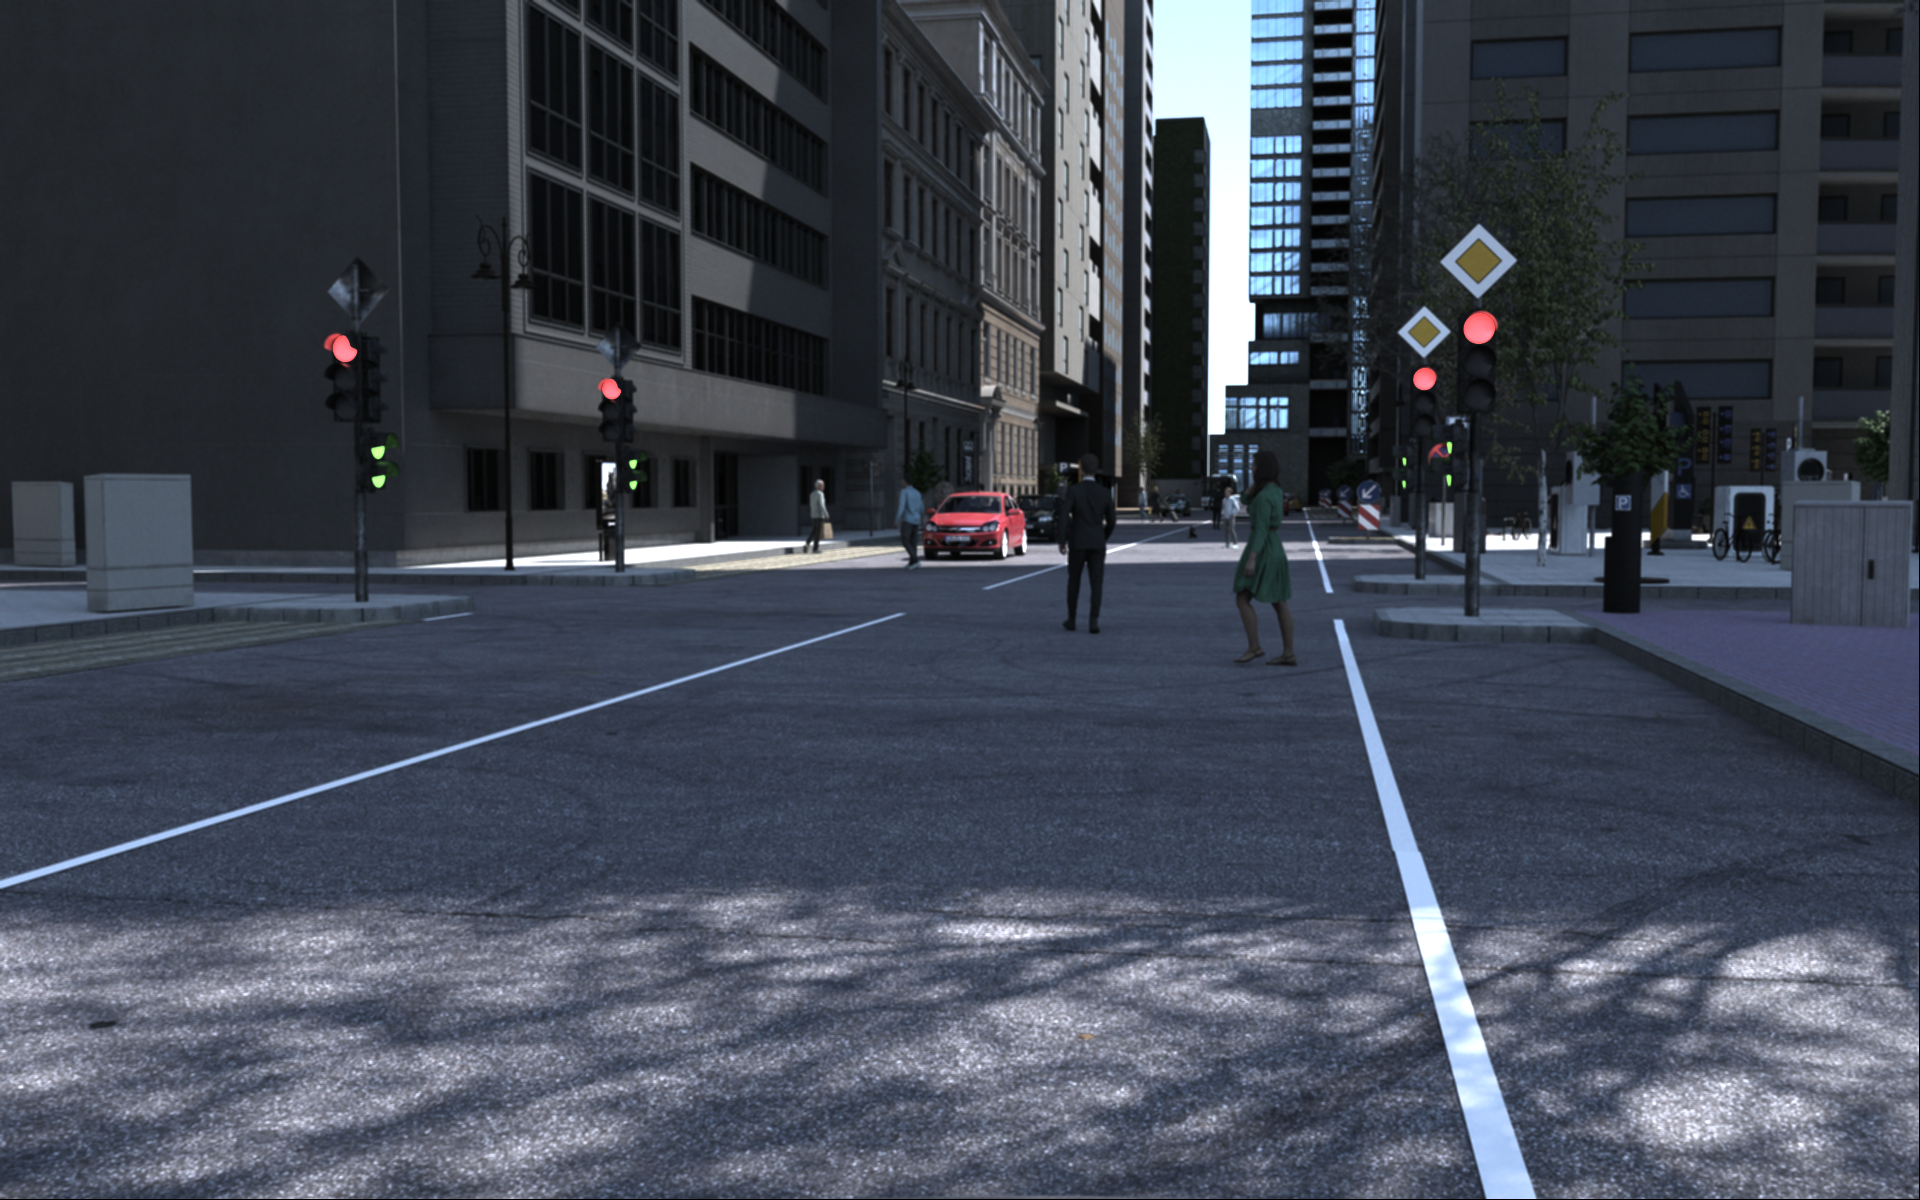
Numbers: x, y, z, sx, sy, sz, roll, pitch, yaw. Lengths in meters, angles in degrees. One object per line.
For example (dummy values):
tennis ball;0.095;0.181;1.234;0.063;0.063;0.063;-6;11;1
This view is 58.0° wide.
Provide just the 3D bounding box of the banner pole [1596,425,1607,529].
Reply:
banner pole;23.271;-4.470;63.102;0.863;3.779;0.401;-2;4;-33

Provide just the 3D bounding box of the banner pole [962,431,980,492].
banner pole;0.489;-4.818;68.796;0.863;3.779;0.401;0;4;-3

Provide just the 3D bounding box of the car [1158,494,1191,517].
car;13.838;-6.103;111.581;2.131;1.459;4.920;1;4;12

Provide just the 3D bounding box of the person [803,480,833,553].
person;-3.403;-1.992;41.561;0.515;1.767;0.782;-2;4;-35

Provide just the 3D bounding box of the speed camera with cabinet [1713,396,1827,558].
speed camera with cabinet;16.367;-2.485;34.970;2.038;3.252;0.660;0;4;-3

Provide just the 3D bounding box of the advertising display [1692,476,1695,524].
advertising display;26.332;-3.519;62.747;0.123;1.923;0.974;0;4;-3

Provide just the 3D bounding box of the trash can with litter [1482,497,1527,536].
trash can with litter;16.549;-2.620;53.897;2.233;1.210;1.678;0;4;6

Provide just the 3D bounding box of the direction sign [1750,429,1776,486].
direction sign;27.730;-4.151;59.874;0.876;3.537;0.379;0;4;-1

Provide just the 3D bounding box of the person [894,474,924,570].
person;-0.926;-1.499;33.020;0.620;1.820;0.660;2;4;35

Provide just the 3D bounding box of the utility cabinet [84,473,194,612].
utility cabinet;-9.075;-0.641;19.157;0.318;1.500;1.173;1;4;23

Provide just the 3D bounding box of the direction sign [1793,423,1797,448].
direction sign;26.821;-3.889;55.575;0.379;3.537;0.876;3;4;39

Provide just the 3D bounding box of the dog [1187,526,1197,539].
dog;7.468;-2.201;56.173;0.550;0.427;0.748;3;4;37

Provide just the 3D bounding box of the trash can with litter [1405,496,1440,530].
trash can with litter;16.894;-3.159;62.711;2.233;1.210;1.678;-2;4;-26

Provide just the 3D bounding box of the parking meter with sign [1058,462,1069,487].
parking meter with sign;5.551;-5.998;94.335;0.543;3.016;1.738;1;4;10

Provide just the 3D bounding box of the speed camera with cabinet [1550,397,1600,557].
speed camera with cabinet;12.780;-2.547;35.987;0.660;3.252;2.038;0;4;7

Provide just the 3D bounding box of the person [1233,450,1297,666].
person;2.549;-0.347;14.424;0.529;1.795;0.600;1;4;14

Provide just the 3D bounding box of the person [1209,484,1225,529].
person;10.472;-3.809;70.554;0.659;1.850;0.755;1;4;11

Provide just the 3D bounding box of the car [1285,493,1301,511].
car;27.329;-8.269;144.244;2.155;1.783;4.494;1;4;10

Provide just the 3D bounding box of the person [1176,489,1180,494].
person;18.235;-8.356;145.051;1.348;1.831;0.705;3;4;38

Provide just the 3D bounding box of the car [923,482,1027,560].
car;0.372;-1.842;39.165;2.155;1.783;4.494;1;4;11

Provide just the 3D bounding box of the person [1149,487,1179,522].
person;10.308;-4.856;88.110;1.509;1.804;0.699;2;4;32

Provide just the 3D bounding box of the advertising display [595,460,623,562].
advertising display;-6.710;-1.711;33.190;0.123;1.923;0.974;1;4;13

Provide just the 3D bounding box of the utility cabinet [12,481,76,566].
utility cabinet;-16.175;-1.340;30.592;1.173;1.500;0.318;1;4;23

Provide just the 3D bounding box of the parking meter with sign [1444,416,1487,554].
parking meter with sign;11.147;-2.555;38.041;0.543;3.016;1.738;0;4;-2

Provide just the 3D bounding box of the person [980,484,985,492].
person;0.759;-2.982;57.590;0.374;1.781;0.599;2;4;33

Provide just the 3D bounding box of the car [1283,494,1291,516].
car;20.754;-6.432;114.210;2.155;1.783;4.494;1;4;10

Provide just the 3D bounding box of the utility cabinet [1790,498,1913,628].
utility cabinet;8.734;-0.356;16.978;1.020;1.237;0.306;2;4;33

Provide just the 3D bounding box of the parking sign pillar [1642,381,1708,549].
parking sign pillar;16.893;-3.201;40.810;1.447;3.967;1.447;0;4;8

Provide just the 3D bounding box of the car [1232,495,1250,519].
car;14.719;-4.762;90.228;2.083;1.381;4.827;1;4;11

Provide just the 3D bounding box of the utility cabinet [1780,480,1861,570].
utility cabinet;14.252;-1.224;28.698;0.318;1.500;1.173;-2;4;-34

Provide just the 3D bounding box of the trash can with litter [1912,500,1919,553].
trash can with litter;20.999;-1.654;38.099;1.678;1.210;2.233;-2;4;-28

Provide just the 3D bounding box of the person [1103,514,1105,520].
person;7.725;-5.267;94.428;0.447;1.846;0.655;0;4;5

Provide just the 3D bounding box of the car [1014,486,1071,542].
car;2.322;-2.633;52.835;2.009;1.686;4.222;1;4;12

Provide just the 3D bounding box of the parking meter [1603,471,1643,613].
parking meter;7.183;-0.633;18.759;0.372;1.533;0.369;0;3;0

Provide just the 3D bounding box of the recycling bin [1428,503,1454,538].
recycling bin;14.259;-2.353;51.020;0.722;1.027;0.722;0;4;-2

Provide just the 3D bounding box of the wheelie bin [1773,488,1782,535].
wheelie bin;25.956;-2.849;54.492;0.693;1.594;0.980;0;4;-1

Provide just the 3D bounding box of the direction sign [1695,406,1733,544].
direction sign;19.481;-3.230;44.804;0.876;3.537;0.379;2;4;35

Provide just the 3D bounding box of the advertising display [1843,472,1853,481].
advertising display;25.821;-2.765;50.419;0.123;1.923;0.974;1;4;20

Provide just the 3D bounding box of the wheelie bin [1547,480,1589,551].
wheelie bin;13.289;-1.835;37.908;0.693;1.594;0.980;2;4;34

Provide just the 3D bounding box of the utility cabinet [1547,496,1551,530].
utility cabinet;21.138;-3.060;61.191;1.020;1.237;0.306;1;4;20

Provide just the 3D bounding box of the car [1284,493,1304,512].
car;26.478;-7.842;138.433;2.015;1.641;3.980;1;4;10

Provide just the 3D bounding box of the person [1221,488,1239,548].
person;7.117;-2.176;45.883;0.330;1.601;0.589;-2;4;-32

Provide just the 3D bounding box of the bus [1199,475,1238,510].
bus;23.708;-9.975;157.958;2.948;3.499;13.247;1;4;12

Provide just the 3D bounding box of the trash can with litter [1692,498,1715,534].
trash can with litter;23.800;-2.691;55.383;1.055;1.170;0.624;-2;4;-33

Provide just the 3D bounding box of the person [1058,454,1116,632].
person;1.288;-0.597;18.032;0.659;1.850;0.755;0;4;-8

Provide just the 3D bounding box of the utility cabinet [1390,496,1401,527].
utility cabinet;16.952;-3.440;67.407;0.306;1.237;1.020;0;4;7

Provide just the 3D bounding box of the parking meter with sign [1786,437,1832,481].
parking meter with sign;26.141;-3.456;52.774;1.738;3.016;0.543;0;4;8

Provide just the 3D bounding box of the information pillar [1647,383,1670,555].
information pillar;14.642;-2.745;36.231;0.183;3.616;0.504;-1;4;-10

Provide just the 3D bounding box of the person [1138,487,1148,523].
person;9.156;-4.767;86.704;0.793;1.790;0.793;-3;5;-41
